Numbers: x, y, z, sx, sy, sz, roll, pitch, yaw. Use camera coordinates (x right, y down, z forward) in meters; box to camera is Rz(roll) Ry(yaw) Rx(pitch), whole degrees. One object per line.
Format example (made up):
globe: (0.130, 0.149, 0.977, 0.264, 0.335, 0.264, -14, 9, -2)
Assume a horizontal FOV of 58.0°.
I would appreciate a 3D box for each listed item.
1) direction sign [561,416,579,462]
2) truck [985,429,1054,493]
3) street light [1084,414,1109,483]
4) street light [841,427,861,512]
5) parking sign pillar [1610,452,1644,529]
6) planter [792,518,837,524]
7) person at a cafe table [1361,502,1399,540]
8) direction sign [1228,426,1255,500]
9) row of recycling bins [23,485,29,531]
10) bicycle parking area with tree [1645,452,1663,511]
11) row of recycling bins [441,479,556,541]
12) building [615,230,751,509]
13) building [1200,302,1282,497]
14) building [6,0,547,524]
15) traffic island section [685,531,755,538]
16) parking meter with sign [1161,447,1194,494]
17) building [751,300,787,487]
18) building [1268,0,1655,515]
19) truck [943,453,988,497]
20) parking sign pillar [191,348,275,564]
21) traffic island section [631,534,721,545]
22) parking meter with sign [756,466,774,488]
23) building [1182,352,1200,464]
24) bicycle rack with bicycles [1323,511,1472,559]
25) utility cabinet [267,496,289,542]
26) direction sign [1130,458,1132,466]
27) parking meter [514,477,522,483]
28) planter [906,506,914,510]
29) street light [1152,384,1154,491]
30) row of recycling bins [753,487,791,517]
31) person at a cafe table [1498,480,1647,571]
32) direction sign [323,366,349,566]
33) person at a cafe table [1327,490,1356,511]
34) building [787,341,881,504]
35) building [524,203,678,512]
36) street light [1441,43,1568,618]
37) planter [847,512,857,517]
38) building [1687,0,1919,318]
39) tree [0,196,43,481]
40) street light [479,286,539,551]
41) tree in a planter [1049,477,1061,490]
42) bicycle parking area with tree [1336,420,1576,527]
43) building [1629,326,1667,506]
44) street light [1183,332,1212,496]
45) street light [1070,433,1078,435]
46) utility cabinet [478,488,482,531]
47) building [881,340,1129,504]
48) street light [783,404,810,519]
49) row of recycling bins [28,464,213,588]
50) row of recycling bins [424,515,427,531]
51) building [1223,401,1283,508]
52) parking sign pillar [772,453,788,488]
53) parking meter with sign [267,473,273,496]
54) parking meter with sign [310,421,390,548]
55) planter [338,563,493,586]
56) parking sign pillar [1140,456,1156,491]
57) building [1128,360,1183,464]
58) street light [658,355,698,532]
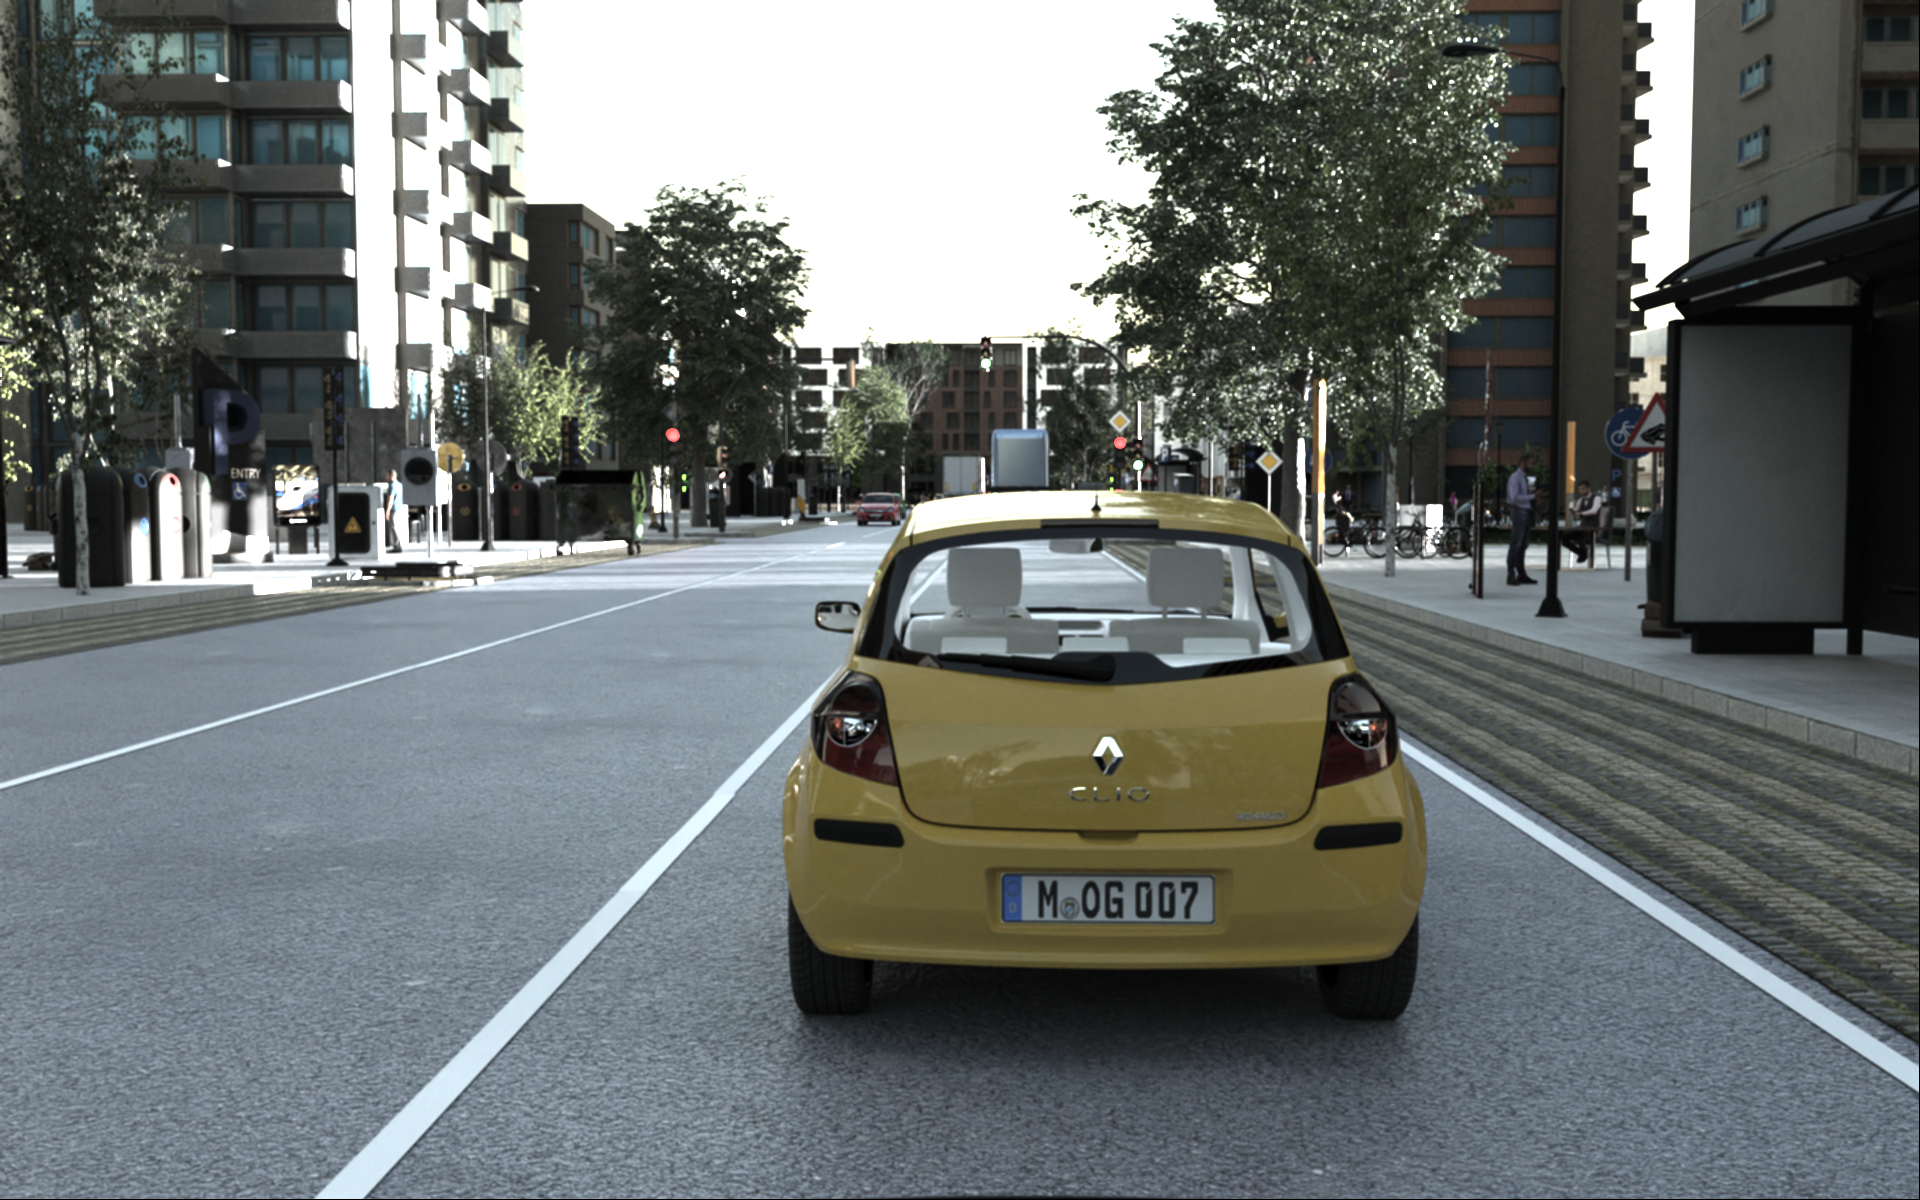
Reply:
direction sign: (-11.343, -3.576, 50.467, 0.379, 3.537, 0.876, 1, 4, 18)
truck: (2.338, -4.661, 65.959, 2.967, 4.110, 18.799, 0, 4, 1)
street light: (8.139, -7.861, 101.065, 1.470, 5.913, 1.316, 0, 4, 2)
street light: (-7.604, -9.073, 120.880, 1.470, 5.913, 1.316, 0, 4, 2)
parking sign pillar: (22.780, -4.338, 59.403, 1.447, 3.967, 1.447, 3, 5, 43)
planter: (-6.944, -3.781, 82.960, 1.991, 0.319, 1.994, 0, 4, 2)
person at a cafe table: (11.993, -2.272, 48.002, 1.698, 1.238, 1.726, 1, 4, 20)
direction sign: (9.334, -4.000, 57.403, 0.876, 3.537, 0.379, 0, 4, 3)
row of recycling bins: (-31.434, -3.231, 59.946, 1.069, 1.692, 3.534, -3, 5, -45)
bicycle parking area with tree: (41.610, -6.690, 96.386, 8.231, 4.147, 9.016, 1, 4, 10)
row of recycling bins: (-12.455, -2.492, 47.859, 3.534, 1.692, 1.069, 1, 4, 13)
building: (-34.861, -18.770, 150.868, 27.936, 21.610, 32.646, 0, 4, 2)
building: (33.388, -19.568, 176.364, 16.016, 20.091, 11.380, 0, 4, 2)
building: (-34.981, -28.553, 86.449, 23.786, 49.044, 30.456, 0, 4, 2)
traffic island section: (-8.017, -2.200, 58.249, 2.009, 0.180, 2.903, 0, 4, 2)
parking meter with sign: (8.398, -4.202, 64.967, 1.738, 3.016, 0.543, -2, 4, -28)
building: (-36.731, -20.721, 182.754, 32.646, 21.610, 27.936, 0, 4, 2)
building: (32.929, -28.287, 117.117, 22.147, 44.769, 28.867, 0, 4, 2)
truck: (0.393, -8.269, 124.107, 2.839, 4.237, 11.283, 0, 4, 3)
parking sign pillar: (-13.680, -2.692, 32.485, 1.447, 3.967, 1.447, 2, 4, 26)
traffic island section: (-8.259, -1.712, 50.268, 2.009, 0.180, 2.903, 0, 4, 2)
parking meter with sign: (-12.364, -6.746, 106.554, 1.738, 3.016, 0.543, 1, 4, 22)
building: (33.029, -20.264, 187.738, 16.016, 20.091, 11.380, 0, 4, 2)
bicycle rack with bicycles: (9.143, -1.325, 35.039, 2.852, 0.926, 2.925, -3, 5, -42)
utility cabinet: (-18.061, -2.148, 46.279, 1.020, 1.237, 0.306, -1, 4, -12)
direction sign: (10.276, -6.781, 102.871, 0.379, 3.537, 0.876, 2, 4, 25)
parking meter: (-15.042, -3.264, 59.076, 0.255, 1.863, 0.399, 0, 4, -1)
planter: (-4.580, -8.528, 160.577, 1.991, 0.319, 1.994, 0, 4, 2)
street light: (7.205, -5.925, 69.420, 1.470, 5.913, 1.316, 0, 4, 2)
row of recycling bins: (-10.659, -5.607, 98.791, 1.069, 1.692, 3.534, 1, 4, 23)
person at a cafe table: (10.449, -1.296, 29.698, 1.622, 1.524, 1.698, -2, 4, -23)
direction sign: (-11.160, -2.382, 30.940, 0.379, 3.537, 0.876, -3, 5, -41)
person at a cafe table: (21.954, -5.572, 99.612, 1.622, 1.524, 1.698, 1, 4, 12)
building: (-26.092, -24.549, 245.353, 32.646, 21.610, 27.936, 0, 4, 2)
building: (-35.758, -16.693, 117.967, 27.650, 21.520, 28.899, 0, 4, 2)
street light: (5.663, -2.781, 18.011, 1.470, 5.913, 1.316, 0, 4, 2)
planter: (-6.111, -5.468, 110.533, 1.991, 0.319, 1.994, 0, 4, 2)
building: (45.611, -27.817, 78.515, 21.600, 48.544, 21.300, 0, 4, 2)
tree: (-22.771, -5.449, 39.461, 4.737, 8.622, 4.395, 0, 3, 0)
street light: (-10.102, -4.055, 38.840, 1.470, 5.913, 1.316, 0, 4, 2)
tree in a planter: (8.417, -9.926, 159.519, 1.991, 3.239, 1.994, 0, 4, 2)
bicycle parking area with tree: (19.633, -5.012, 68.951, 8.231, 4.147, 9.016, -1, 4, -20)
building: (66.697, -19.447, 184.421, 31.486, 18.905, 16.747, 0, 4, 2)
street light: (6.609, -4.702, 49.426, 1.470, 5.913, 1.316, 0, 4, 2)
street light: (8.996, -9.782, 132.482, 1.470, 5.913, 1.316, 0, 4, 2)
utility cabinet: (-15.987, -3.058, 58.670, 1.173, 1.500, 0.318, 2, 4, 28)
building: (6.532, -24.475, 244.138, 32.646, 21.610, 27.936, 0, 4, 2)
street light: (-8.443, -7.151, 89.462, 1.470, 5.913, 1.316, 0, 4, 2)
row of recycling bins: (-12.094, -1.119, 25.404, 1.069, 1.692, 3.534, 0, 4, 1)
row of recycling bins: (-18.410, -3.320, 61.389, 1.069, 1.692, 3.534, -1, 4, -9)
building: (29.994, -13.140, 156.982, 9.099, 9.664, 28.070, 0, 4, 2)
parking sign pillar: (-11.845, -7.685, 114.125, 1.447, 3.967, 1.447, -3, 4, -38)
parking meter with sign: (-24.415, -4.024, 62.051, 1.738, 3.016, 0.543, 1, 4, 16)
parking meter with sign: (-14.698, -2.784, 41.781, 1.738, 3.016, 0.543, -2, 4, -23)
planter: (-8.627, -0.406, 27.779, 1.991, 0.319, 1.994, 0, 4, 2)
parking sign pillar: (12.431, -7.625, 113.137, 1.447, 3.967, 1.447, 0, 4, -5)
building: (29.272, -23.341, 238.047, 11.380, 20.091, 16.016, 0, 4, 2)
street light: (-9.456, -5.230, 58.049, 1.470, 5.913, 1.316, 0, 4, 2)
